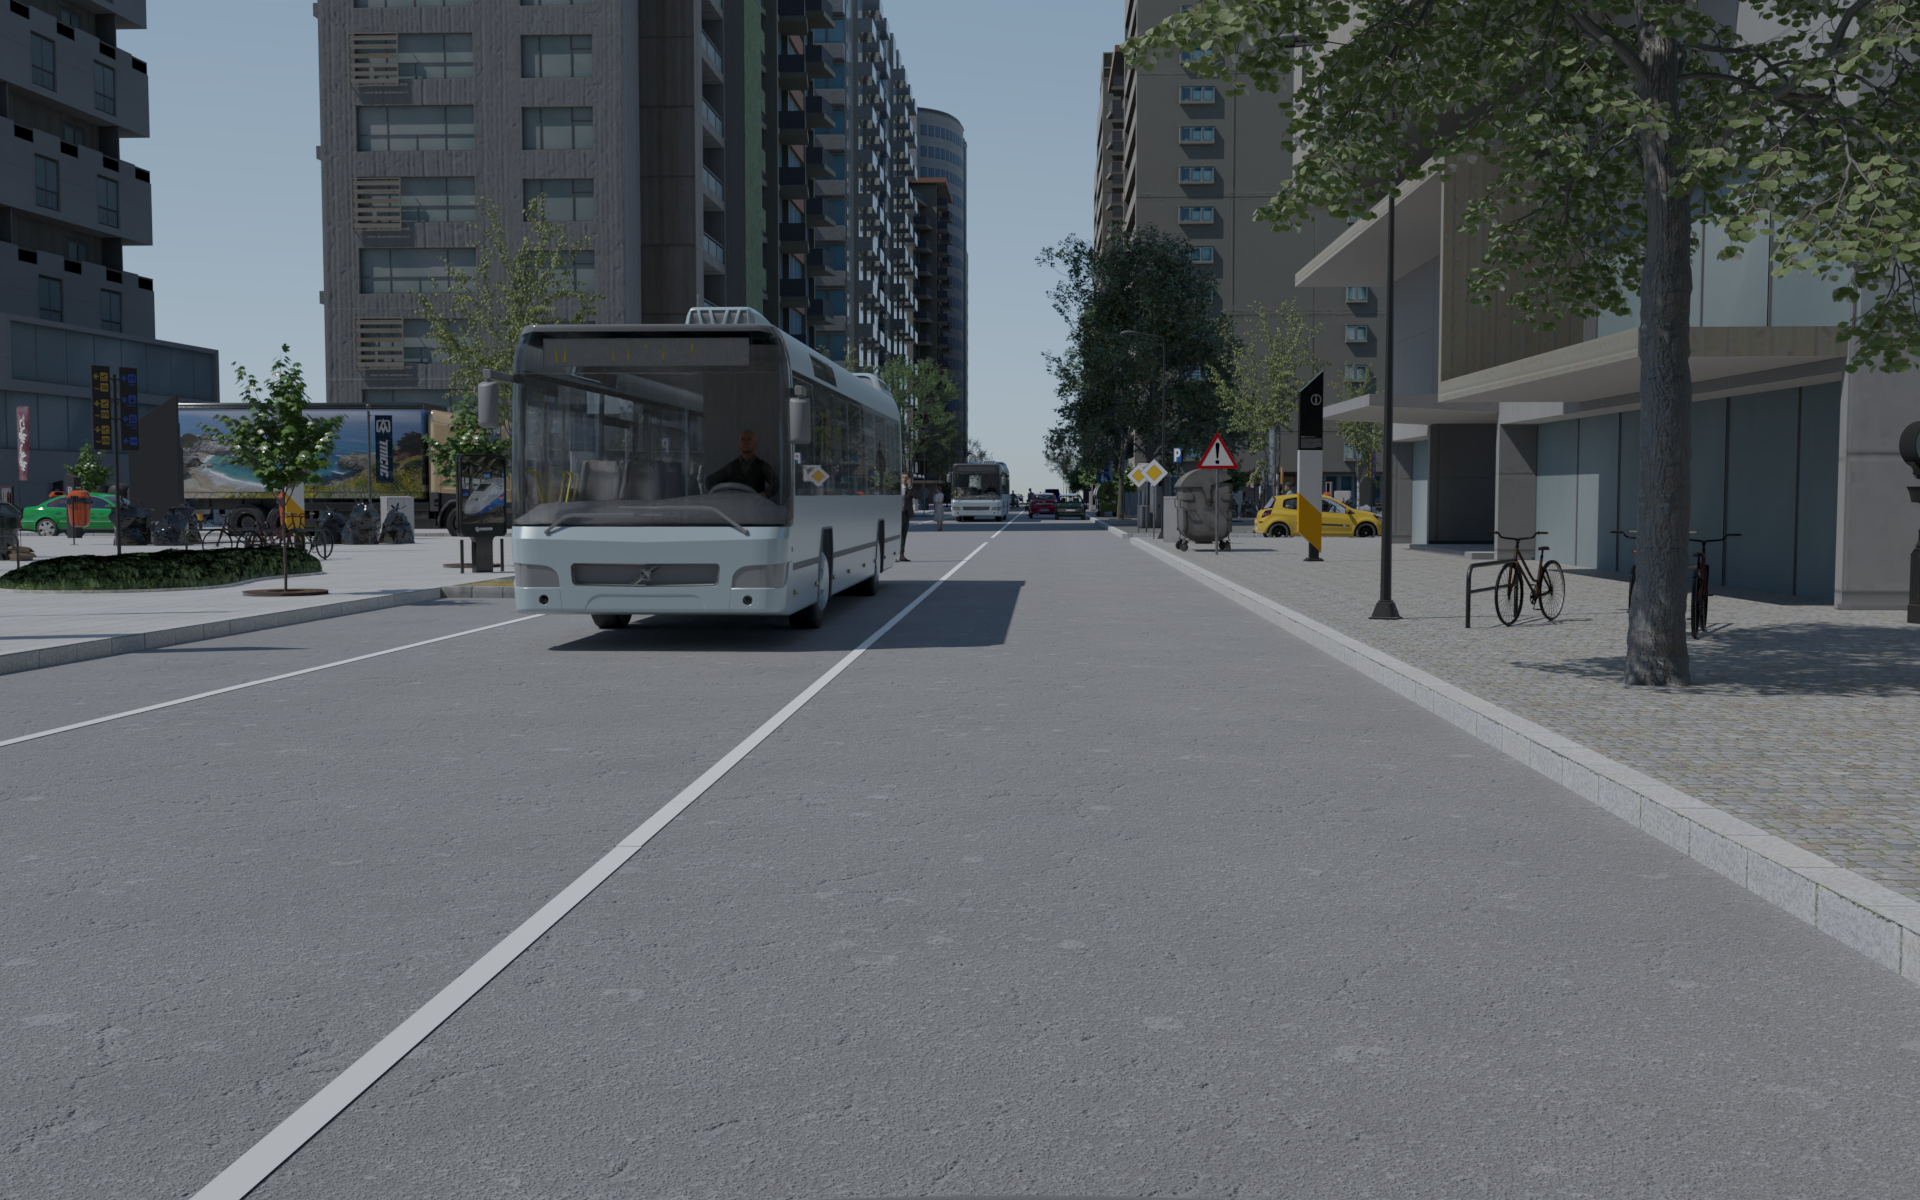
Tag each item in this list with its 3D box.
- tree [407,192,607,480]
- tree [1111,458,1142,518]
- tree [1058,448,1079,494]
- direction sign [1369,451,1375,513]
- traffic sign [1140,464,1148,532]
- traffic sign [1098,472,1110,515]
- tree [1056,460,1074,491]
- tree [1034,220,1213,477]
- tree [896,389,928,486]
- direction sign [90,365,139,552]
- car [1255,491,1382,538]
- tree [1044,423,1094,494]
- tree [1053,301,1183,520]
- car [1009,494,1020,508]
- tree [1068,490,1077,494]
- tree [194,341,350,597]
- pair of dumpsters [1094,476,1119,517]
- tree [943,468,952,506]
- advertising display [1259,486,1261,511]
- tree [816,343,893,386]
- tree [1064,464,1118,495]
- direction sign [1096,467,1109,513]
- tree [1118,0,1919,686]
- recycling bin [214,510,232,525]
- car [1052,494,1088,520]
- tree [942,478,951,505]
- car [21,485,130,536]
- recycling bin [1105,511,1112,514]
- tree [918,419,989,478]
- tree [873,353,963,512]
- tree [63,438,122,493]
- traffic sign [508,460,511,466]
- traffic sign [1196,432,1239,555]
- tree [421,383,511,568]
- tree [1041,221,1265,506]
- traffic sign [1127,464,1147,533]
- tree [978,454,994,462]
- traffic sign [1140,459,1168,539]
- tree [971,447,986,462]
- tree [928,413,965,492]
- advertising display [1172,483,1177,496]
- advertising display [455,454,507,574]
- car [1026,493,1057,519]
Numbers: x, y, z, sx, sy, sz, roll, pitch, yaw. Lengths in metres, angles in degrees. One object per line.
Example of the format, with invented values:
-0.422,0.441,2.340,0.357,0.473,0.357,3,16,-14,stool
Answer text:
-10.711,-5.582,41.624,4.737,8.622,4.395,0,3,0,tree
9.050,-6.002,92.741,1.663,3.219,1.824,0,3,0,tree
15.649,-18.107,246.406,4.737,8.622,4.395,0,3,0,tree
21.759,-6.085,91.487,0.379,3.537,0.876,0,4,-6,direction sign
6.260,-3.423,58.089,0.606,2.300,0.079,1,4,9,traffic sign
8.334,-6.120,100.164,0.768,2.556,0.104,0,4,8,traffic sign
17.366,-20.287,282.052,4.360,8.622,3.978,0,3,0,tree
11.276,-16.002,117.518,12.611,20.169,13.585,0,3,0,tree
-4.698,-10.044,114.583,4.360,8.622,3.978,0,3,0,tree
-15.012,-2.375,30.832,0.379,3.537,0.876,2,4,30,direction sign
10.954,-2.582,52.439,3.980,1.641,2.015,0,4,3,car
13.987,-17.206,215.733,8.767,10.594,7.601,2,4,29,tree
8.151,-9.830,86.469,9.928,11.665,9.643,0,3,0,tree
5.397,-10.615,185.359,2.131,1.459,4.920,0,4,4,car
16.971,-16.048,256.992,1.663,3.219,1.824,0,3,0,tree
-8.484,-1.674,21.966,1.663,3.219,1.824,0,3,0,tree
8.332,-5.781,97.019,1.574,2.255,4.437,0,4,3,pair of dumpsters
-0.323,-12.654,190.598,4.285,4.588,4.351,0,3,0,tree
22.663,-7.585,129.230,0.123,1.923,0.974,-2,4,-33,advertising display
-5.886,-8.142,83.477,4.737,8.622,4.395,0,3,0,tree
11.101,-9.408,137.535,4.285,4.588,4.351,0,3,0,tree
8.956,-7.140,108.741,0.876,3.537,0.379,-2,4,-25,direction sign
4.540,-5.729,11.791,7.486,12.596,7.792,0,3,0,tree
-30.528,-3.640,72.063,0.722,1.027,0.722,1,4,17,recycling bin
6.129,-5.302,96.474,2.009,1.686,4.222,0,4,3,car
-1.322,-11.353,180.220,1.663,3.219,1.824,0,3,0,tree
-27.411,-2.849,55.373,4.718,1.807,1.959,0,4,2,car
9.348,-5.991,110.509,0.722,1.027,0.722,0,4,0,recycling bin
-0.583,-16.489,204.011,8.767,10.594,7.601,0,4,-8,tree
-3.752,-12.285,126.619,9.928,11.665,9.643,0,3,0,tree
-30.332,-4.009,60.155,1.663,3.219,1.824,0,3,0,tree
-8.082,-1.982,32.407,0.884,2.594,0.081,1,4,9,traffic sign
5.420,-2.232,36.491,0.884,2.594,0.081,1,4,11,traffic sign
-8.700,-2.191,30.426,1.663,3.219,1.824,0,3,0,tree
8.157,-9.548,73.118,9.611,12.733,9.660,0,3,0,tree
5.918,-3.288,57.394,0.795,2.450,0.064,0,4,3,traffic sign
4.326,-20.868,291.557,4.737,8.622,4.395,0,3,0,tree
5.534,-2.800,49.418,0.795,2.450,0.064,0,4,3,traffic sign
2.491,-18.928,259.833,4.360,8.622,3.978,0,3,0,tree
-1.961,-12.359,152.428,4.360,8.622,3.978,0,3,0,tree
13.417,-6.138,105.575,0.974,1.923,0.123,-1,4,-17,advertising display
-7.810,-1.411,28.288,0.123,1.923,0.974,2,4,33,advertising display
4.985,-5.738,102.851,2.155,1.783,4.494,0,4,2,car
